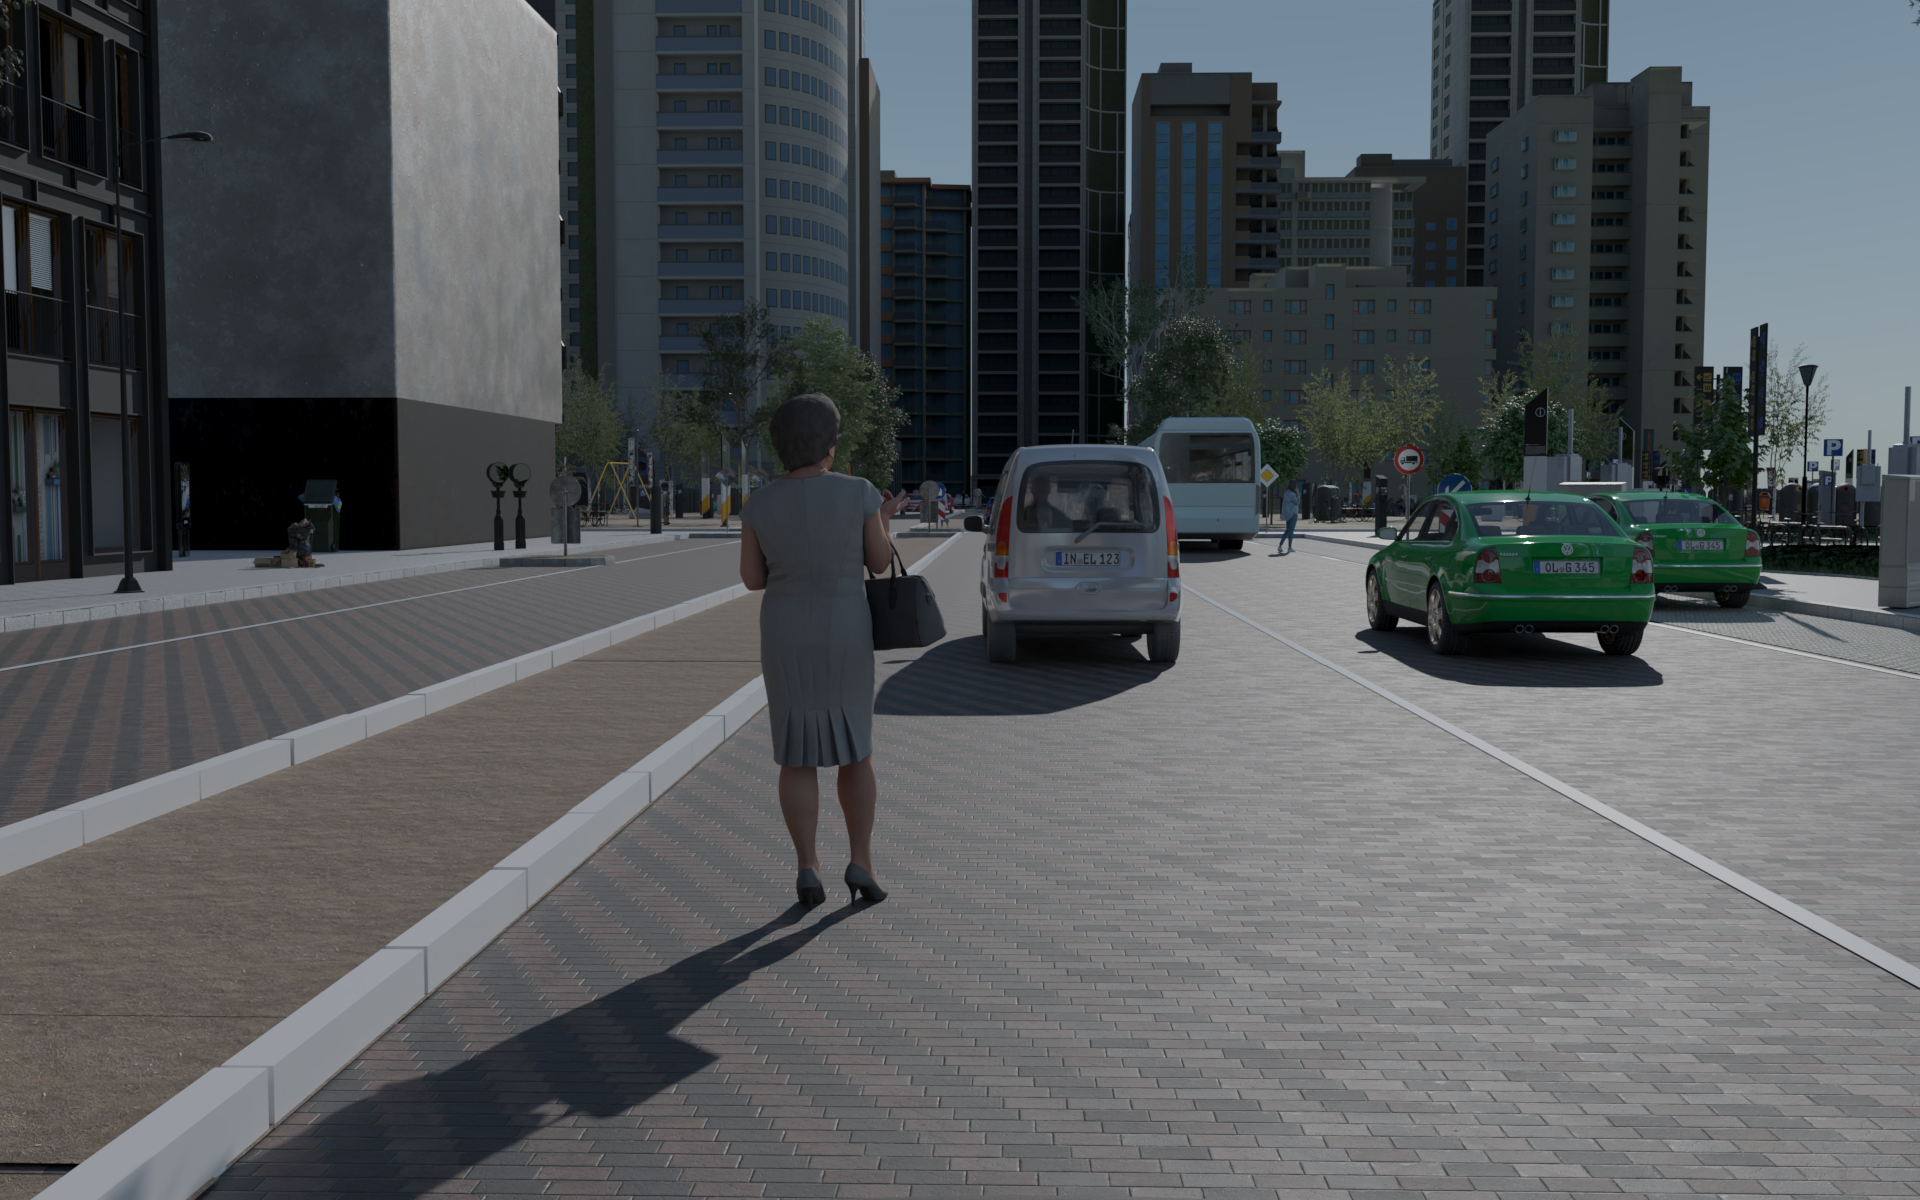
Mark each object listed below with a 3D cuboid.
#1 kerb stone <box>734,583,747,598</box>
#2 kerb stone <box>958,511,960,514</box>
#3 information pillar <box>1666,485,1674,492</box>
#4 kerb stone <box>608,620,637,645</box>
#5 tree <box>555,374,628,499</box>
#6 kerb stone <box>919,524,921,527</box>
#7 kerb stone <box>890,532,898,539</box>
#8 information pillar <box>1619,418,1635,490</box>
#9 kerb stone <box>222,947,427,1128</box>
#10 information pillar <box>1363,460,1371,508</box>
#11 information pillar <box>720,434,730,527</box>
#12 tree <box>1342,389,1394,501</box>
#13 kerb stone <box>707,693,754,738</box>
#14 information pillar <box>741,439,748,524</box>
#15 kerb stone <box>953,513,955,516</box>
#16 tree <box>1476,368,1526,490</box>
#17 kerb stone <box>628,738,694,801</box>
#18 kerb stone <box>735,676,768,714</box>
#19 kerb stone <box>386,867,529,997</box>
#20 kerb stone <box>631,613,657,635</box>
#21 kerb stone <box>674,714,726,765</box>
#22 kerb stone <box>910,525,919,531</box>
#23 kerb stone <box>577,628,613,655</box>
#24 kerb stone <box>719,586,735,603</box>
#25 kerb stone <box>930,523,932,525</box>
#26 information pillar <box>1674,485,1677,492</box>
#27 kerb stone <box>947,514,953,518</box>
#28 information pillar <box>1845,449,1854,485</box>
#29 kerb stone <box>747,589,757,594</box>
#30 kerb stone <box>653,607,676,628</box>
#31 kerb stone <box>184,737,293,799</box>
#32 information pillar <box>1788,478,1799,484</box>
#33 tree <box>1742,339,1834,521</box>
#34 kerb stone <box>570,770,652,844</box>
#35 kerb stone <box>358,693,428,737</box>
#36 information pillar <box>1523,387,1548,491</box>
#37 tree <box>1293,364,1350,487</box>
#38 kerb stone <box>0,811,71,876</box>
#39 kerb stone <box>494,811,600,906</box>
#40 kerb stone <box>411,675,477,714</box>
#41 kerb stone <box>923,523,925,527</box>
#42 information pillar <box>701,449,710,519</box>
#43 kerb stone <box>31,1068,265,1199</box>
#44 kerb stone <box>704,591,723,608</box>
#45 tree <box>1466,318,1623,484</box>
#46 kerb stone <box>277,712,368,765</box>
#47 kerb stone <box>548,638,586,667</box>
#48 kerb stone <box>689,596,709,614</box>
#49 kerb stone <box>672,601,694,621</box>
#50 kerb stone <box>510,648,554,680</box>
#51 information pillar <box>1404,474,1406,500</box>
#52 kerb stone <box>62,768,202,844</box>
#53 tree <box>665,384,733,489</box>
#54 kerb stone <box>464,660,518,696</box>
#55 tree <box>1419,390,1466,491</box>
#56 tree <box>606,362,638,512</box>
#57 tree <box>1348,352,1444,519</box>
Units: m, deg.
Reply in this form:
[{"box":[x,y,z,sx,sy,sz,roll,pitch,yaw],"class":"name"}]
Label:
[{"box":[-3.112,-0.107,23.947,0.120,0.150,1.000,0,4,2],"class":"kerb stone"},{"box":[-0.273,-5.968,119.774,0.120,0.150,1.000,0,4,2],"class":"kerb stone"},{"box":[54.805,-7.916,133.925,0.304,2.012,0.304,3,5,43],"class":"information pillar"},{"box":[-3.322,0.332,16.770,0.120,0.150,1.000,0,4,2],"class":"kerb stone"},{"box":[-22.143,-9.507,105.795,4.737,8.622,4.395,0,3,0],"class":"tree"},{"box":[-1.765,-2.896,69.542,0.120,0.150,1.000,0,4,2],"class":"kerb stone"},{"box":[-2.146,-2.112,56.734,0.120,0.150,1.000,0,4,2],"class":"kerb stone"},{"box":[20.469,-3.787,53.280,0.183,3.616,0.504,-3,5,-41],"class":"information pillar"},{"box":[-1.593,1.094,4.410,0.120,0.150,1.000,0,4,2],"class":"kerb stone"},{"box":[27.191,-7.606,115.708,0.504,3.616,0.183,2,4,23],"class":"information pillar"},{"box":[-9.170,-4.668,67.680,0.183,3.616,0.504,2,4,31],"class":"information pillar"},{"box":[28.582,-10.521,122.381,4.737,8.622,4.395,0,3,0],"class":"tree"},{"box":[-1.407,0.712,10.554,0.120,0.150,1.000,0,4,2],"class":"kerb stone"},{"box":[-9.151,-5.030,73.598,0.183,3.616,0.504,-2,4,-26],"class":"information pillar"},{"box":[-0.581,-5.342,109.534,0.120,0.150,1.000,0,4,2],"class":"kerb stone"},{"box":[31.785,-9.183,100.498,4.360,8.622,3.978,0,3,0],"class":"tree"},{"box":[-1.471,0.837,8.506,0.120,0.150,1.000,0,4,2],"class":"kerb stone"},{"box":[-1.381,0.649,11.577,0.120,0.150,1.000,0,4,2],"class":"kerb stone"},{"box":[-1.560,1.029,5.431,0.120,0.150,1.000,0,4,2],"class":"kerb stone"},{"box":[-3.304,0.269,17.793,0.120,0.150,1.000,0,4,2],"class":"kerb stone"},{"box":[-1.444,0.779,9.532,0.120,0.150,1.000,0,4,2],"class":"kerb stone"},{"box":[-1.797,-2.828,68.515,0.120,0.150,1.000,0,4,2],"class":"kerb stone"},{"box":[-3.355,0.395,15.741,0.120,0.150,1.000,0,4,2],"class":"kerb stone"},{"box":[-3.147,-0.044,22.919,0.120,0.150,1.000,0,4,2],"class":"kerb stone"},{"box":[-1.486,-3.456,78.772,0.120,0.150,1.000,0,4,2],"class":"kerb stone"},{"box":[57.255,-8.221,138.897,0.304,2.012,0.304,-2,4,-25],"class":"information pillar"},{"box":[-0.636,-5.214,107.490,0.120,0.150,1.000,0,4,2],"class":"kerb stone"},{"box":[46.362,-6.052,90.299,0.183,3.616,0.504,-1,4,-13],"class":"information pillar"},{"box":[-3.087,-0.167,24.968,0.120,0.150,1.000,0,4,2],"class":"kerb stone"},{"box":[-3.268,0.209,18.823,0.120,0.150,1.000,0,4,2],"class":"kerb stone"},{"box":[-3.577,0.838,8.562,0.120,0.150,1.000,0,4,2],"class":"kerb stone"},{"box":[36.992,-4.430,76.919,0.304,2.012,0.304,-1,4,-22],"class":"information pillar"},{"box":[39.366,-8.110,82.966,4.360,8.622,3.978,0,3,0],"class":"tree"},{"box":[-1.508,0.900,7.480,0.120,0.150,1.000,0,4,2],"class":"kerb stone"},{"box":[-3.507,0.717,10.612,0.120,0.150,1.000,0,4,2],"class":"kerb stone"},{"box":[12.625,-2.851,37.972,0.504,3.616,0.183,1,4,23],"class":"information pillar"},{"box":[21.094,-9.084,98.887,4.360,8.622,3.978,0,3,0],"class":"tree"},{"box":[-3.630,0.959,6.519,0.120,0.150,1.000,0,4,2],"class":"kerb stone"},{"box":[-1.531,0.963,6.458,0.120,0.150,1.000,0,4,2],"class":"kerb stone"},{"box":[-3.478,0.646,11.634,0.120,0.150,1.000,0,4,2],"class":"kerb stone"},{"box":[-1.671,-3.084,72.616,0.120,0.150,1.000,0,4,2],"class":"kerb stone"},{"box":[-13.146,-5.998,89.421,0.504,3.616,0.183,2,4,35],"class":"information pillar"},{"box":[-1.624,1.152,3.382,0.120,0.150,1.000,0,4,2],"class":"kerb stone"},{"box":[-3.177,0.018,21.897,0.120,0.150,1.000,0,4,2],"class":"kerb stone"},{"box":[24.852,-7.506,73.082,4.737,8.622,4.395,0,3,0],"class":"tree"},{"box":[-3.538,0.771,9.590,0.120,0.150,1.000,0,4,2],"class":"kerb stone"},{"box":[-3.382,0.459,14.706,0.120,0.150,1.000,0,4,2],"class":"kerb stone"},{"box":[-3.207,0.081,20.867,0.120,0.150,1.000,0,4,2],"class":"kerb stone"},{"box":[-3.235,0.149,19.844,0.120,0.150,1.000,0,4,2],"class":"kerb stone"},{"box":[-3.418,0.521,13.677,0.120,0.150,1.000,0,4,2],"class":"kerb stone"},{"box":[27.486,-7.045,106.537,0.183,3.616,0.504,-1,4,-19],"class":"information pillar"},{"box":[-3.604,0.898,7.540,0.120,0.150,1.000,0,4,2],"class":"kerb stone"},{"box":[-16.866,-10.027,114.299,4.737,8.622,4.395,0,3,0],"class":"tree"},{"box":[-3.452,0.584,12.655,0.120,0.150,1.000,0,4,2],"class":"kerb stone"},{"box":[34.454,-10.587,123.456,4.737,8.622,4.395,0,3,0],"class":"tree"},{"box":[-19.511,-8.594,90.878,4.360,8.622,3.978,0,3,0],"class":"tree"},{"box":[22.793,-8.479,88.987,4.360,8.622,3.978,0,3,0],"class":"tree"}]
